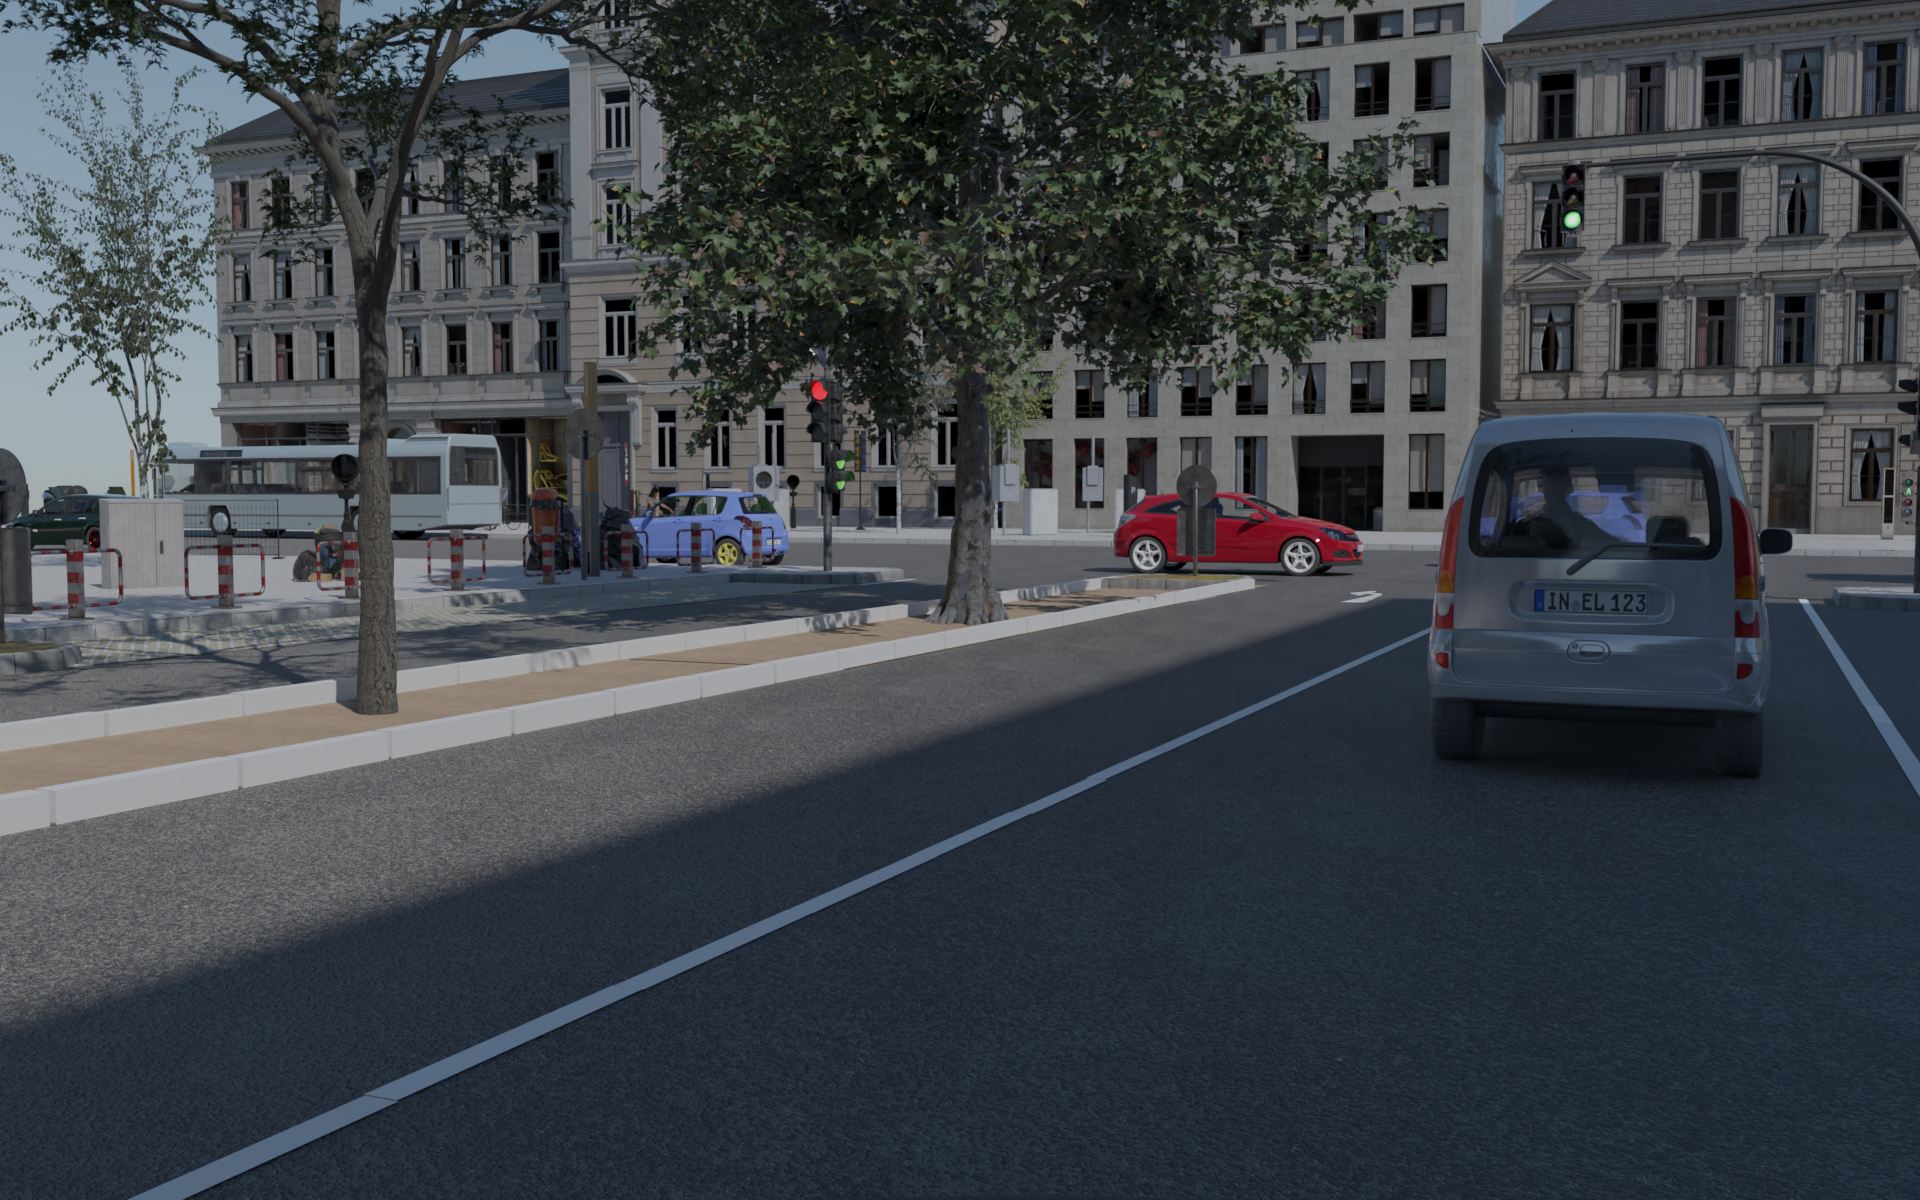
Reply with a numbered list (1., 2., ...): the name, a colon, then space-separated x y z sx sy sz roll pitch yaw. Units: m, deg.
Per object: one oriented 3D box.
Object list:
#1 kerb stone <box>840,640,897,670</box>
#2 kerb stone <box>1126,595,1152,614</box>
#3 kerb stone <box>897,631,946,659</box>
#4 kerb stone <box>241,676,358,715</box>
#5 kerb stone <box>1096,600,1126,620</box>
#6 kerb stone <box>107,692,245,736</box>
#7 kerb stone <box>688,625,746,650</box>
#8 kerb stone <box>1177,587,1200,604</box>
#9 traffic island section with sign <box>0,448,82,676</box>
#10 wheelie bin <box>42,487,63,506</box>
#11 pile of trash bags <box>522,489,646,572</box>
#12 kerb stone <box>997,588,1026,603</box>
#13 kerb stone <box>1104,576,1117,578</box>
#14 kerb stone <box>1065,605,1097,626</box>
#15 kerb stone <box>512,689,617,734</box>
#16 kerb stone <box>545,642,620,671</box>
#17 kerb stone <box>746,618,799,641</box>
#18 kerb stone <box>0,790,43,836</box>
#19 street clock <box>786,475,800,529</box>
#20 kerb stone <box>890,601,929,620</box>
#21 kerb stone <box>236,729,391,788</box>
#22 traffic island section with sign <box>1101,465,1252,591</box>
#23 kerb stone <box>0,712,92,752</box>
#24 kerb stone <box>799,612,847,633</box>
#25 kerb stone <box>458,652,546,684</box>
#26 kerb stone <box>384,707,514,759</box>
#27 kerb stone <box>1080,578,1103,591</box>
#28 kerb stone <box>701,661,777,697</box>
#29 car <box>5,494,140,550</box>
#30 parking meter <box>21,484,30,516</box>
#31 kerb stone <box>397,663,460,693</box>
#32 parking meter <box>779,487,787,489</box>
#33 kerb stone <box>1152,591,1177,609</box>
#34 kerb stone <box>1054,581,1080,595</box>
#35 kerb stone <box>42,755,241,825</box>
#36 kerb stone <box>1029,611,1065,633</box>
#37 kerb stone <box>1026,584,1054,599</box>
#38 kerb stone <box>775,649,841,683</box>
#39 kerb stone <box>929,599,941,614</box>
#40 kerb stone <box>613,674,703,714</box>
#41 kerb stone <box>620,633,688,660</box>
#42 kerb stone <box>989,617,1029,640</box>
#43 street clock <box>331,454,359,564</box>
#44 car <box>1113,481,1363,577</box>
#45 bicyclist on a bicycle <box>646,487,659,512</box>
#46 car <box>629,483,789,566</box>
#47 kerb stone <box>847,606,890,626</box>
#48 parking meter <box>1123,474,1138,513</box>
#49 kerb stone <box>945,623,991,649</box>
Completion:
1. kerb stone: -0.825 0.468 14.551 0.120 0.150 1.000 2 4 24
2. kerb stone: 2.097 0.068 21.116 0.120 0.150 1.000 2 4 24
3. kerb stone: -0.407 0.414 15.489 0.120 0.150 1.000 2 4 24
4. kerb stone: -4.448 0.648 11.604 0.120 0.150 1.000 2 4 24
5. kerb stone: 1.686 0.124 20.165 0.120 0.150 1.000 2 4 24
6. kerb stone: -4.854 0.711 10.662 0.120 0.150 1.000 2 4 24
7. kerb stone: -2.349 0.361 16.291 0.120 0.150 1.000 2 4 24
8. kerb stone: 2.948 -0.046 22.980 0.120 0.150 1.000 2 4 24
9. traffic island section with sign: -8.435 -0.337 14.133 1.989 1.847 2.006 2 4 24
10. wheelie bin: -39.181 -4.091 74.797 0.693 1.594 0.980 0 4 1
11. pile of trash bags: -6.534 -1.197 29.326 1.912 1.369 3.447 0 4 4
12. kerb stone: 0.602 -0.040 22.887 0.120 0.150 1.000 2 4 24
13. kerb stone: 2.292 -0.272 26.653 0.120 0.150 1.000 2 4 24
14. kerb stone: 1.272 0.188 19.228 0.120 0.150 1.000 2 4 24
15. kerb stone: -2.502 0.700 10.798 0.120 0.150 1.000 2 4 24
16. kerb stone: -3.193 0.478 14.422 0.120 0.150 1.000 2 4 24
17. kerb stone: -1.922 0.306 17.232 0.120 0.150 1.000 2 4 24
18. kerb stone: -4.184 0.927 7.035 0.120 0.150 1.000 2 4 24
19. street clock: -6.206 -3.662 64.440 0.471 2.002 0.358 -1 4 -14
20. kerb stone: -0.658 0.131 20.060 0.120 0.150 1.000 2 4 24
21. kerb stone: -3.343 0.815 8.914 0.120 0.150 1.000 2 4 24
22. traffic island section with sign: 3.451 -1.130 26.616 2.006 1.907 1.989 2 4 24
23. kerb stone: -5.281 0.762 9.730 0.120 0.150 1.000 2 4 24
24. kerb stone: -1.505 0.249 18.183 0.120 0.150 1.000 2 4 24
25. kerb stone: -3.605 0.534 13.471 0.120 0.150 1.000 2 4 24
26. kerb stone: -2.924 0.756 9.851 0.120 0.150 1.000 2 4 24
27. kerb stone: 1.864 -0.215 25.718 0.120 0.150 1.000 2 4 24
28. kerb stone: -1.661 0.583 12.666 0.120 0.150 1.000 2 4 24
29. car: -22.194 -2.082 43.826 4.222 1.686 2.009 1 4 23
30. parking meter: -45.686 -4.827 84.630 0.399 1.863 0.255 -2 4 -30
31. kerb stone: -4.024 0.592 12.536 0.120 0.150 1.000 2 4 24
32. parking meter: -6.559 -3.392 63.863 0.372 1.533 0.369 0 3 0
33. kerb stone: 2.525 0.009 22.047 0.120 0.150 1.000 2 4 24
34. kerb stone: 1.453 -0.157 24.768 0.120 0.150 1.000 2 4 24
35. kerb stone: -3.765 0.870 7.978 0.120 0.150 1.000 2 4 24
36. kerb stone: 0.851 0.239 18.294 0.120 0.150 1.000 2 4 24
37. kerb stone: 1.025 -0.100 23.835 0.120 0.150 1.000 2 4 24
38. kerb stone: -1.242 0.525 13.613 0.120 0.150 1.000 2 4 24
39. kerb stone: -0.242 0.074 21.001 0.120 0.150 1.000 2 4 24
40. kerb stone: -2.085 0.640 11.733 0.120 0.150 1.000 2 4 24
41. kerb stone: -2.763 0.419 15.352 0.120 0.150 1.000 2 4 24
42. kerb stone: 0.425 0.296 17.362 0.120 0.150 1.000 2 4 24
43. street clock: -11.060 -1.630 31.226 0.471 2.002 0.358 0 4 -7
44. car: 5.027 -1.364 31.334 4.494 1.783 2.155 1 4 22
45. bicyclist on a bicycle: -8.106 -2.218 46.281 1.625 1.676 1.499 2 4 24
46. car: -5.229 -1.493 34.008 3.694 1.707 1.945 2 4 24
47. kerb stone: -1.080 0.188 19.117 0.120 0.150 1.000 2 4 24
48. parking meter: 5.088 -2.812 51.693 0.399 1.863 0.255 -3 5 -41
49. kerb stone: 0.015 0.355 16.423 0.120 0.150 1.000 2 4 24
